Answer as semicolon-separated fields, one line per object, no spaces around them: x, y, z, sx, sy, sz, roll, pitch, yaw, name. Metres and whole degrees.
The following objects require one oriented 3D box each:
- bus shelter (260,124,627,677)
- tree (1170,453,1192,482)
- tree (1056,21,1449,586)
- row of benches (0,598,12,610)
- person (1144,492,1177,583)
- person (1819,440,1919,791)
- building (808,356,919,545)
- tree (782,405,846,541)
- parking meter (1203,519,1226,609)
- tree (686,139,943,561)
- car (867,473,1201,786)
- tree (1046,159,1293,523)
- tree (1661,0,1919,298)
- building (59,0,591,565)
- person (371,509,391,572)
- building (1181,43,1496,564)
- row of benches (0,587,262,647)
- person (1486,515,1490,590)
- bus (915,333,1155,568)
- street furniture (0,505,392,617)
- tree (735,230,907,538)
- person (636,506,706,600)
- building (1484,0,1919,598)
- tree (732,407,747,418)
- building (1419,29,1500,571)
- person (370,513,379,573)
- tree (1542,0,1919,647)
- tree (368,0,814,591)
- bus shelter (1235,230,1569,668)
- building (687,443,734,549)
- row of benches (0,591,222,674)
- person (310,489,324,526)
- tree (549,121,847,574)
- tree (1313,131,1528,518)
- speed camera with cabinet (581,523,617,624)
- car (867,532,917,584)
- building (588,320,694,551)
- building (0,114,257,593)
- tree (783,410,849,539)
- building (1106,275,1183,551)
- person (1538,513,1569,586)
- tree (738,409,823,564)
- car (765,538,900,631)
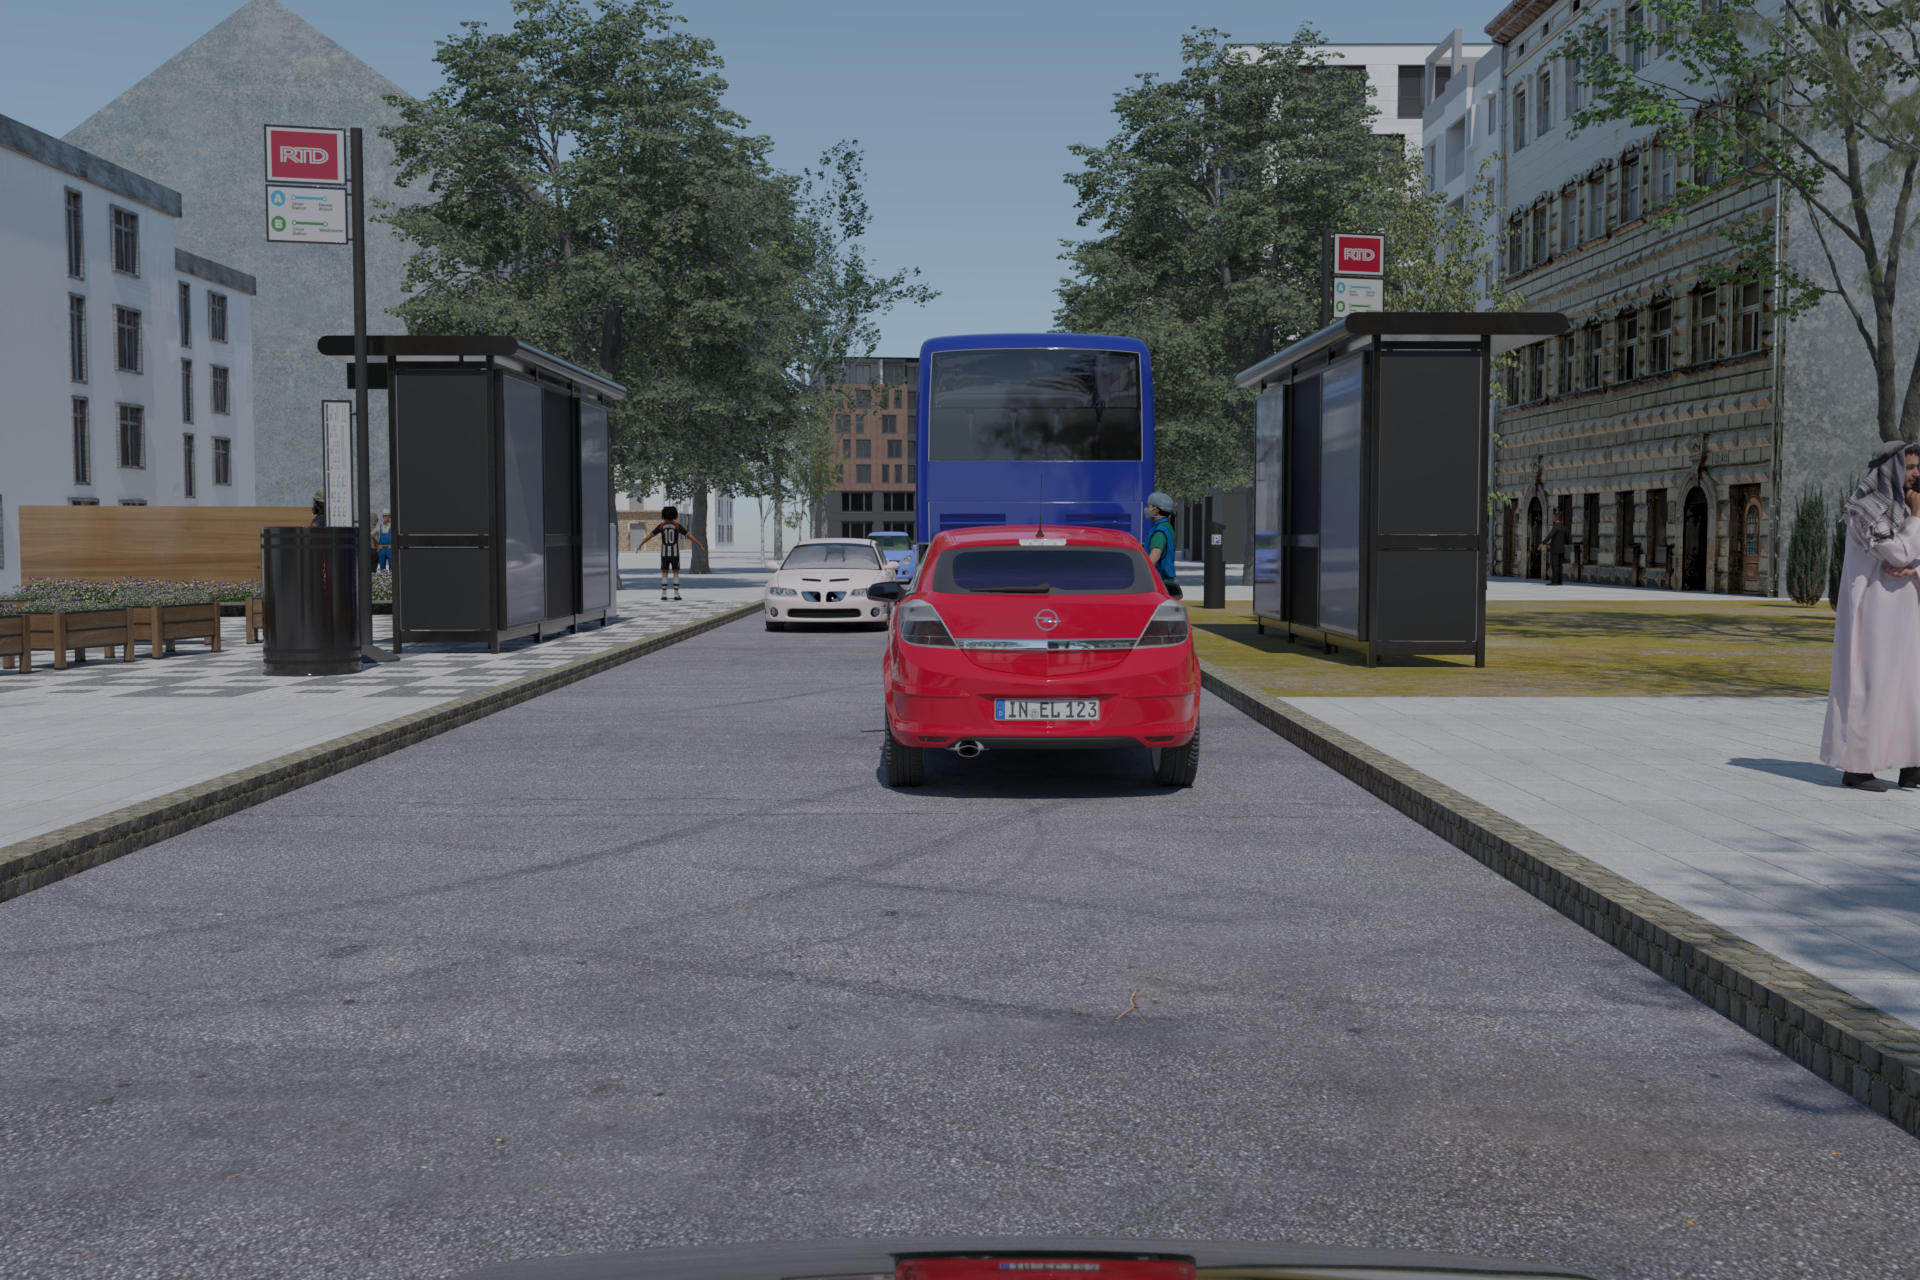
-5.726;-2.577;19.772;2.179;5.291;8.768;0;3;0;bus shelter
6.508;-8.376;71.361;8.767;10.594;7.601;0;4;3;tree
7.196;-8.303;42.417;9.857;13.997;8.962;0;3;0;tree
-10.510;-0.055;16.360;1.422;0.672;4.104;1;4;9;row of benches
1.811;-0.456;16.044;0.704;1.817;1.347;1;4;16;person
4.645;-0.118;8.641;0.621;1.740;0.551;3;5;41;person
-1.575;-22.225;209.816;32.646;21.610;27.936;0;4;-7;building
-8.774;-8.715;92.857;4.360;8.622;3.978;0;3;0;tree
4.383;-1.308;29.801;0.372;1.533;0.369;0;3;0;parking meter
-7.548;-13.867;82.609;12.611;20.169;13.585;0;3;0;tree
0.445;-0.139;11.319;2.155;1.783;4.494;0;4;0;car
7.024;-9.403;60.390;9.857;13.997;8.962;0;3;0;tree
7.422;-3.759;11.816;4.360;8.622;3.978;0;3;0;tree
-28.277;-15.224;79.845;19.493;23.208;18.063;0;4;0;building
-12.876;-2.021;38.895;1.347;1.847;0.705;0;4;1;person
25.083;-14.971;88.757;27.936;21.610;32.646;0;4;0;building
-9.168;-0.288;20.168;4.104;0.672;1.422;-1;4;-16;row of benches
11.450;-1.927;38.235;0.721;1.740;1.216;1;4;18;person
0.739;-2.002;24.286;2.896;3.916;12.251;0;4;-1;bus
-11.682;-1.349;28.911;11.010;1.723;9.812;-1;4;-18;street furniture
-9.593;-15.572;110.493;12.611;20.169;13.585;0;3;0;tree
-5.607;-1.676;33.544;1.345;1.843;0.704;0;4;-3;person
25.458;-12.973;43.044;19.493;23.208;18.063;0;4;0;building
-29.299;-21.425;206.193;12.611;20.169;13.585;0;3;0;tree
23.079;-12.848;66.481;16.016;20.090;11.380;0;4;0;building
-14.620;-2.271;43.258;0.705;1.813;1.348;-2;4;-31;person
10.442;-5.702;18.992;9.928;11.665;9.643;0;3;0;tree
-8.137;-8.097;39.034;9.857;13.997;8.962;0;3;0;tree
4.640;-2.633;20.681;2.179;5.291;8.768;0;4;-1;bus shelter
-25.808;-13.541;163.534;9.099;9.664;28.070;0;4;-1;building
-8.649;-0.090;16.936;1.422;0.672;4.104;1;4;11;row of benches
-8.075;-0.990;21.963;0.705;1.856;1.354;1;4;14;person
-8.303;-9.084;55.186;9.857;13.997;8.962;0;3;0;tree
8.585;-4.965;31.547;4.737;8.622;4.395;0;3;0;tree
-5.549;-1.905;25.490;0.660;3.252;2.038;0;4;0;speed camera with cabinet
-2.080;-2.492;50.339;1.945;1.707;3.694;0;3;0;car
-27.321;-16.879;132.385;16.016;20.090;11.380;0;4;1;building
-23.690;-6.154;42.764;9.099;9.664;28.070;0;4;0;building
-8.425;-9.106;99.249;4.737;8.622;4.395;0;3;0;tree
25.749;-18.350;143.997;27.936;21.610;32.646;0;4;0;building
14.770;-2.245;42.924;1.346;1.802;0.704;-3;5;-42;person
-8.534;-7.504;73.045;4.360;8.622;3.978;0;3;0;tree
-1.959;-0.908;27.208;2.083;1.381;4.827;0;3;0;car
